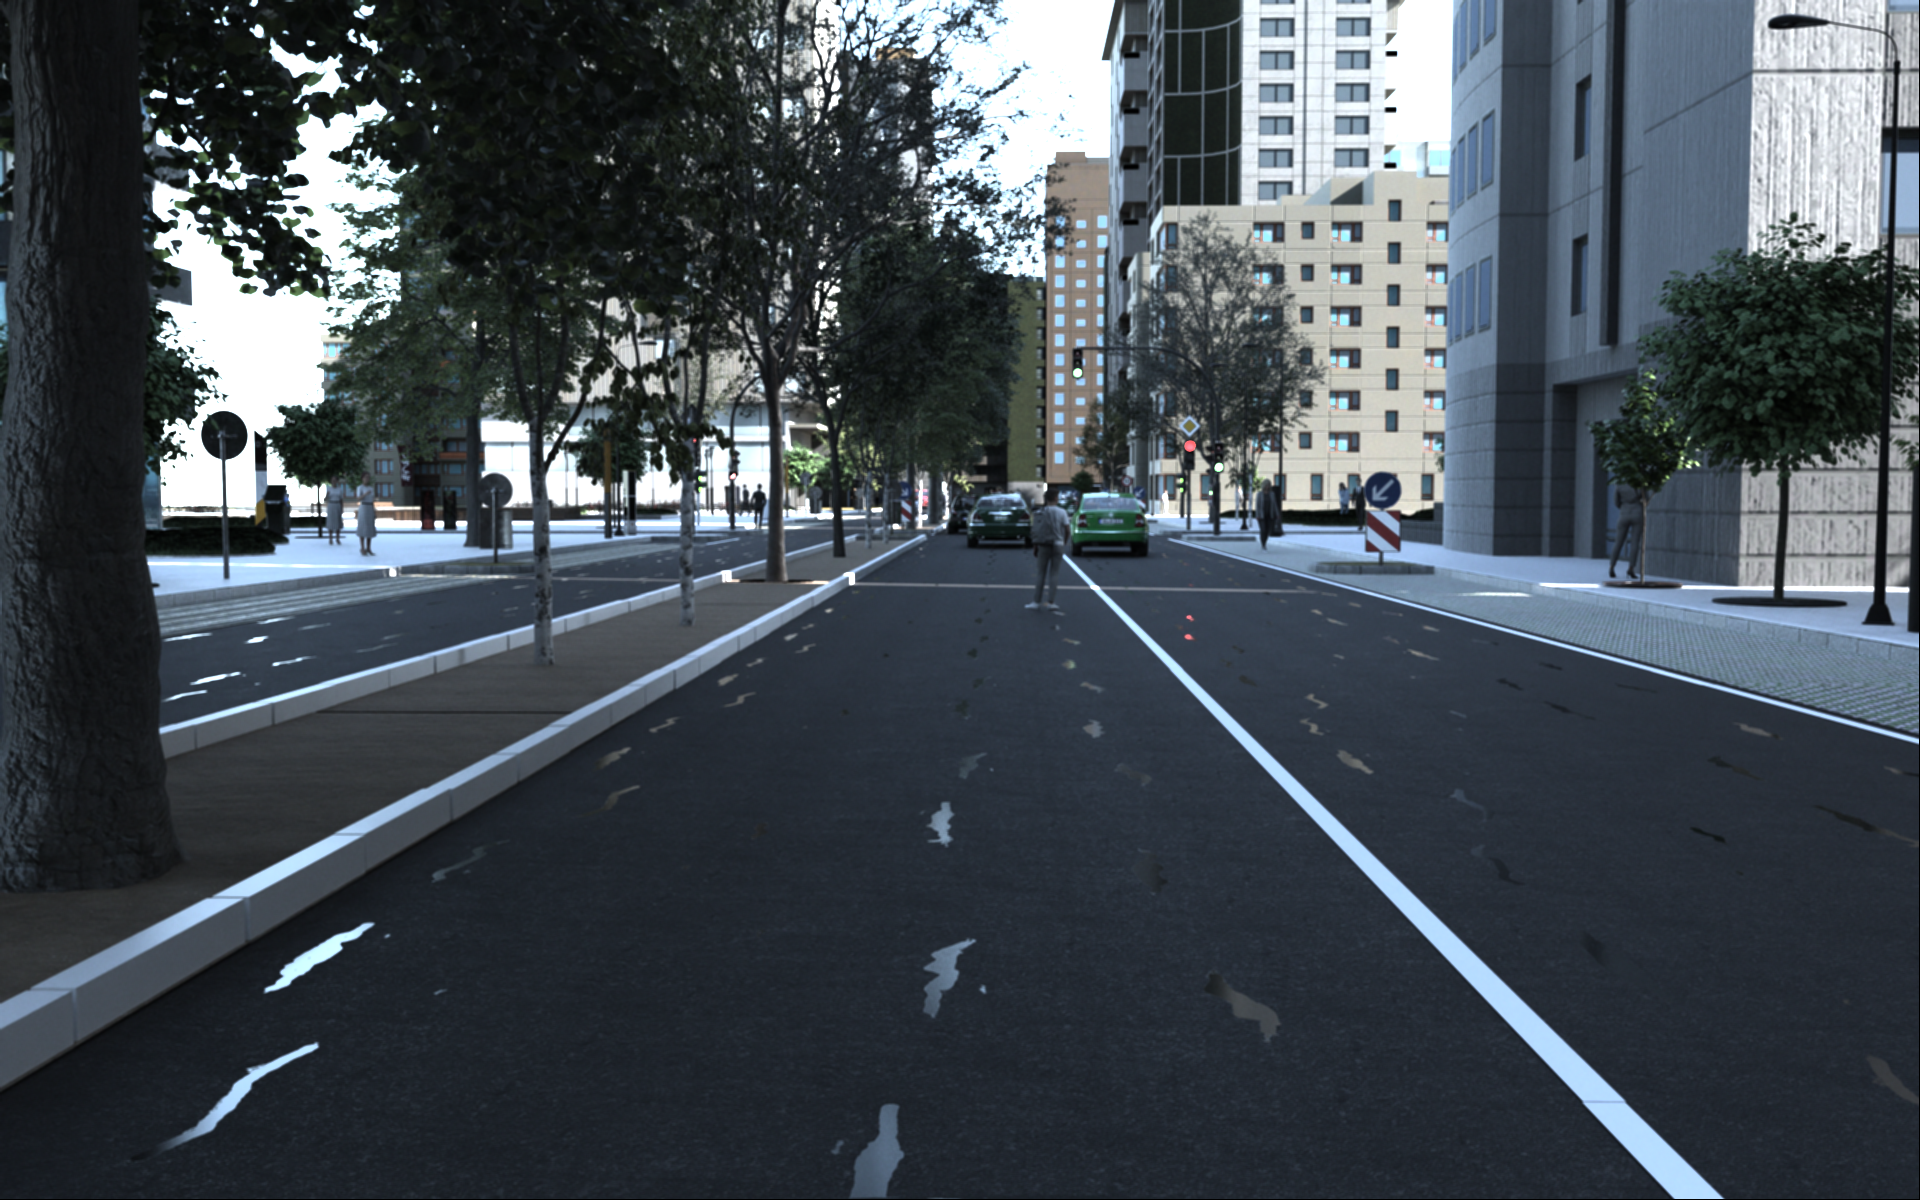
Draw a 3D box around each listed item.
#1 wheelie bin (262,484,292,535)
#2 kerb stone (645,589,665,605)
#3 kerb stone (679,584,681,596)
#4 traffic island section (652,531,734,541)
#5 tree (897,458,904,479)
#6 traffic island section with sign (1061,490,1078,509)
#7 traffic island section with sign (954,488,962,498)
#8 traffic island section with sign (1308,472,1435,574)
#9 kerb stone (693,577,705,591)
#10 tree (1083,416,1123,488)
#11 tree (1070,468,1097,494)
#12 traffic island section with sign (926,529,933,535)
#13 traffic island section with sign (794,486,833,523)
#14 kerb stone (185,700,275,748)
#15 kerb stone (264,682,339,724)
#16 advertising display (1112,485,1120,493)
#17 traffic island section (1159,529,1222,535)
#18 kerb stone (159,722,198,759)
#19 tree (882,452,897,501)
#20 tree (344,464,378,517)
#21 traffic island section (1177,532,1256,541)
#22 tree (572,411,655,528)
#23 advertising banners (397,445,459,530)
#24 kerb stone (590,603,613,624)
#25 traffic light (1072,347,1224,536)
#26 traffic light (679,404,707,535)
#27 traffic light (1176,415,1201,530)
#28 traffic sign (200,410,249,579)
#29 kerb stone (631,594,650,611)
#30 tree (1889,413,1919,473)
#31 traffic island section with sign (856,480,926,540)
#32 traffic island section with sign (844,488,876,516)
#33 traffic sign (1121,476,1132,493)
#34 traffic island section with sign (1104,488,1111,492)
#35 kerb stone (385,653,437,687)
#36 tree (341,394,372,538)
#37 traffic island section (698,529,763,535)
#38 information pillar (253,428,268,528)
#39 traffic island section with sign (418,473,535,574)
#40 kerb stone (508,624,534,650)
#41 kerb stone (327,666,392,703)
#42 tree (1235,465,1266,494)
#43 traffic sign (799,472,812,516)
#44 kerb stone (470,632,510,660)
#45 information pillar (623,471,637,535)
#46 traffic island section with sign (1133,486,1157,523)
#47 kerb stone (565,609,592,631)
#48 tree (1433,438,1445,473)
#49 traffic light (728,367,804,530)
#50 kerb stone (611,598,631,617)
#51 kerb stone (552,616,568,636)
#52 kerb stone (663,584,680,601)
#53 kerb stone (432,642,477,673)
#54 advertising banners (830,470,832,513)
[{"bbox_3d":[-21.615,-2.871,54.842,0.980,1.594,0.693,0,4,4],"label":"wheelie bin"},{"bbox_3d":[-4.012,-0.013,22.461,0.120,0.150,1.000,0,4,1],"label":"kerb stone"},{"bbox_3d":[-3.957,-0.141,24.504,0.120,0.150,1.000,0,4,1],"label":"kerb stone"},{"bbox_3d":[-8.368,-1.947,54.115,2.009,0.180,2.903,0,4,1],"label":"traffic island section"},{"bbox_3d":[-7.380,-14.322,184.533,4.737,8.622,4.395,0,3,0],"label":"tree"},{"bbox_3d":[10.659,-9.467,163.419,1.989,1.847,2.006,0,4,1],"label":"traffic island section with sign"},{"bbox_3d":[-0.164,-7.864,136.719,2.006,1.907,1.989,0,4,1],"label":"traffic island section with sign"},{"bbox_3d":[7.435,-1.405,31.604,1.989,1.847,2.006,0,4,1],"label":"traffic island section with sign"},{"bbox_3d":[-3.937,-0.200,25.533,0.120,0.150,1.000,0,4,1],"label":"kerb stone"},{"bbox_3d":[13.025,-12.704,158.071,4.360,8.622,3.978,0,3,0],"label":"tree"},{"bbox_3d":[15.218,-14.046,213.369,4.285,4.588,4.351,0,3,0],"label":"tree"},{"bbox_3d":[-1.990,-3.270,61.603,2.006,1.907,1.989,0,4,1],"label":"traffic island section with sign"},{"bbox_3d":[-7.234,-4.802,87.140,1.989,1.847,2.006,0,4,1],"label":"traffic island section with sign"},{"bbox_3d":[-4.313,0.739,10.176,0.120,0.150,1.000,0,4,1],"label":"kerb stone"},{"bbox_3d":[-4.282,0.675,11.198,0.120,0.150,1.000,0,4,1],"label":"kerb stone"},{"bbox_3d":[11.693,-7.618,129.766,0.123,1.923,0.974,-2,4,-28],"label":"advertising display"},{"bbox_3d":[8.163,-2.411,61.695,2.009,0.180,2.903,0,4,1],"label":"traffic island section"},{"bbox_3d":[-4.336,0.798,9.154,0.120,0.150,1.000,0,4,1],"label":"kerb stone"},{"bbox_3d":[-8.133,-11.938,145.553,4.737,8.622,4.395,0,3,0],"label":"tree"},{"bbox_3d":[-33.768,-6.276,97.208,1.663,3.219,1.824,0,3,0],"label":"tree"},{"bbox_3d":[7.968,-1.922,53.712,2.009,0.180,2.903,0,4,1],"label":"traffic island section"},{"bbox_3d":[-12.993,-5.000,65.460,4.285,4.588,4.351,0,3,0],"label":"tree"},{"bbox_3d":[-18.964,-4.011,61.762,2.074,3.025,0.090,-1,4,-17],"label":"advertising banners"},{"bbox_3d":[-4.090,0.172,19.390,0.120,0.150,1.000,0,4,1],"label":"kerb stone"},{"bbox_3d":[5.835,-4.822,53.509,4.771,5.953,1.251,0,4,1],"label":"traffic light"},{"bbox_3d":[-8.328,-3.979,53.979,0.839,4.253,0.868,0,4,1],"label":"traffic light"},{"bbox_3d":[8.124,-4.444,61.582,0.839,4.253,0.868,0,4,1],"label":"traffic light"},{"bbox_3d":[-11.127,-1.596,26.199,0.768,2.556,0.104,0,4,6],"label":"traffic sign"},{"bbox_3d":[-4.034,0.056,21.438,0.120,0.150,1.000,0,4,1],"label":"kerb stone"},{"bbox_3d":[12.805,-1.661,21.752,1.663,3.219,1.824,0,3,0],"label":"tree"},{"bbox_3d":[-2.180,-2.817,54.198,2.006,1.907,1.989,0,4,1],"label":"traffic island section with sign"},{"bbox_3d":[-6.578,-6.450,114.088,1.989,1.847,2.006,0,4,1],"label":"traffic island section with sign"},{"bbox_3d":[11.496,-7.296,119.400,0.768,2.556,0.104,0,4,7],"label":"traffic sign"},{"bbox_3d":[9.447,-6.438,113.888,1.989,1.847,2.006,0,4,1],"label":"traffic island section with sign"},{"bbox_3d":[-4.243,0.550,13.241,0.120,0.150,1.000,0,4,1],"label":"kerb stone"},{"bbox_3d":[-18.861,-4.113,50.957,4.285,4.588,4.351,0,3,0],"label":"tree"},{"bbox_3d":[-8.173,-2.435,62.098,2.009,0.180,2.903,0,4,1],"label":"traffic island section"},{"bbox_3d":[-24.990,-4.315,61.900,0.504,3.616,0.183,-3,5,-43],"label":"information pillar"},{"bbox_3d":[-8.586,-1.404,31.589,1.989,1.847,2.006,0,4,1],"label":"traffic island section with sign"},{"bbox_3d":[-4.161,0.361,16.310,0.120,0.150,1.000,0,4,1],"label":"kerb stone"},{"bbox_3d":[-4.265,0.610,12.219,0.120,0.150,1.000,0,4,1],"label":"kerb stone"},{"bbox_3d":[16.875,-6.427,99.677,1.663,3.219,1.824,0,3,0],"label":"tree"},{"bbox_3d":[-8.927,-6.128,100.297,0.768,2.556,0.104,0,4,5],"label":"traffic sign"},{"bbox_3d":[-4.198,0.422,15.288,0.120,0.150,1.000,0,4,1],"label":"kerb stone"},{"bbox_3d":[-10.333,-3.038,54.170,0.304,2.012,0.304,-3,5,-43],"label":"information pillar"},{"bbox_3d":[8.764,-4.750,86.287,1.989,1.847,2.006,0,4,1],"label":"traffic island section with sign"},{"bbox_3d":[-4.109,0.234,18.368,0.120,0.150,1.000,0,4,1],"label":"kerb stone"},{"bbox_3d":[19.184,-4.871,63.357,4.285,4.588,4.351,0,3,0],"label":"tree"},{"bbox_3d":[-6.040,-5.338,61.946,4.771,5.953,1.251,0,4,1],"label":"traffic light"},{"bbox_3d":[-4.071,0.109,20.412,0.120,0.150,1.000,0,4,1],"label":"kerb stone"},{"bbox_3d":[-4.140,0.299,17.339,0.120,0.150,1.000,0,4,1],"label":"kerb stone"},{"bbox_3d":[-3.982,-0.078,23.482,0.120,0.150,1.000,0,4,1],"label":"kerb stone"},{"bbox_3d":[-4.210,0.485,14.267,0.120,0.150,1.000,0,4,1],"label":"kerb stone"},{"bbox_3d":[-8.565,-7.260,114.888,0.090,3.025,2.074,0,4,-6],"label":"advertising banners"}]
